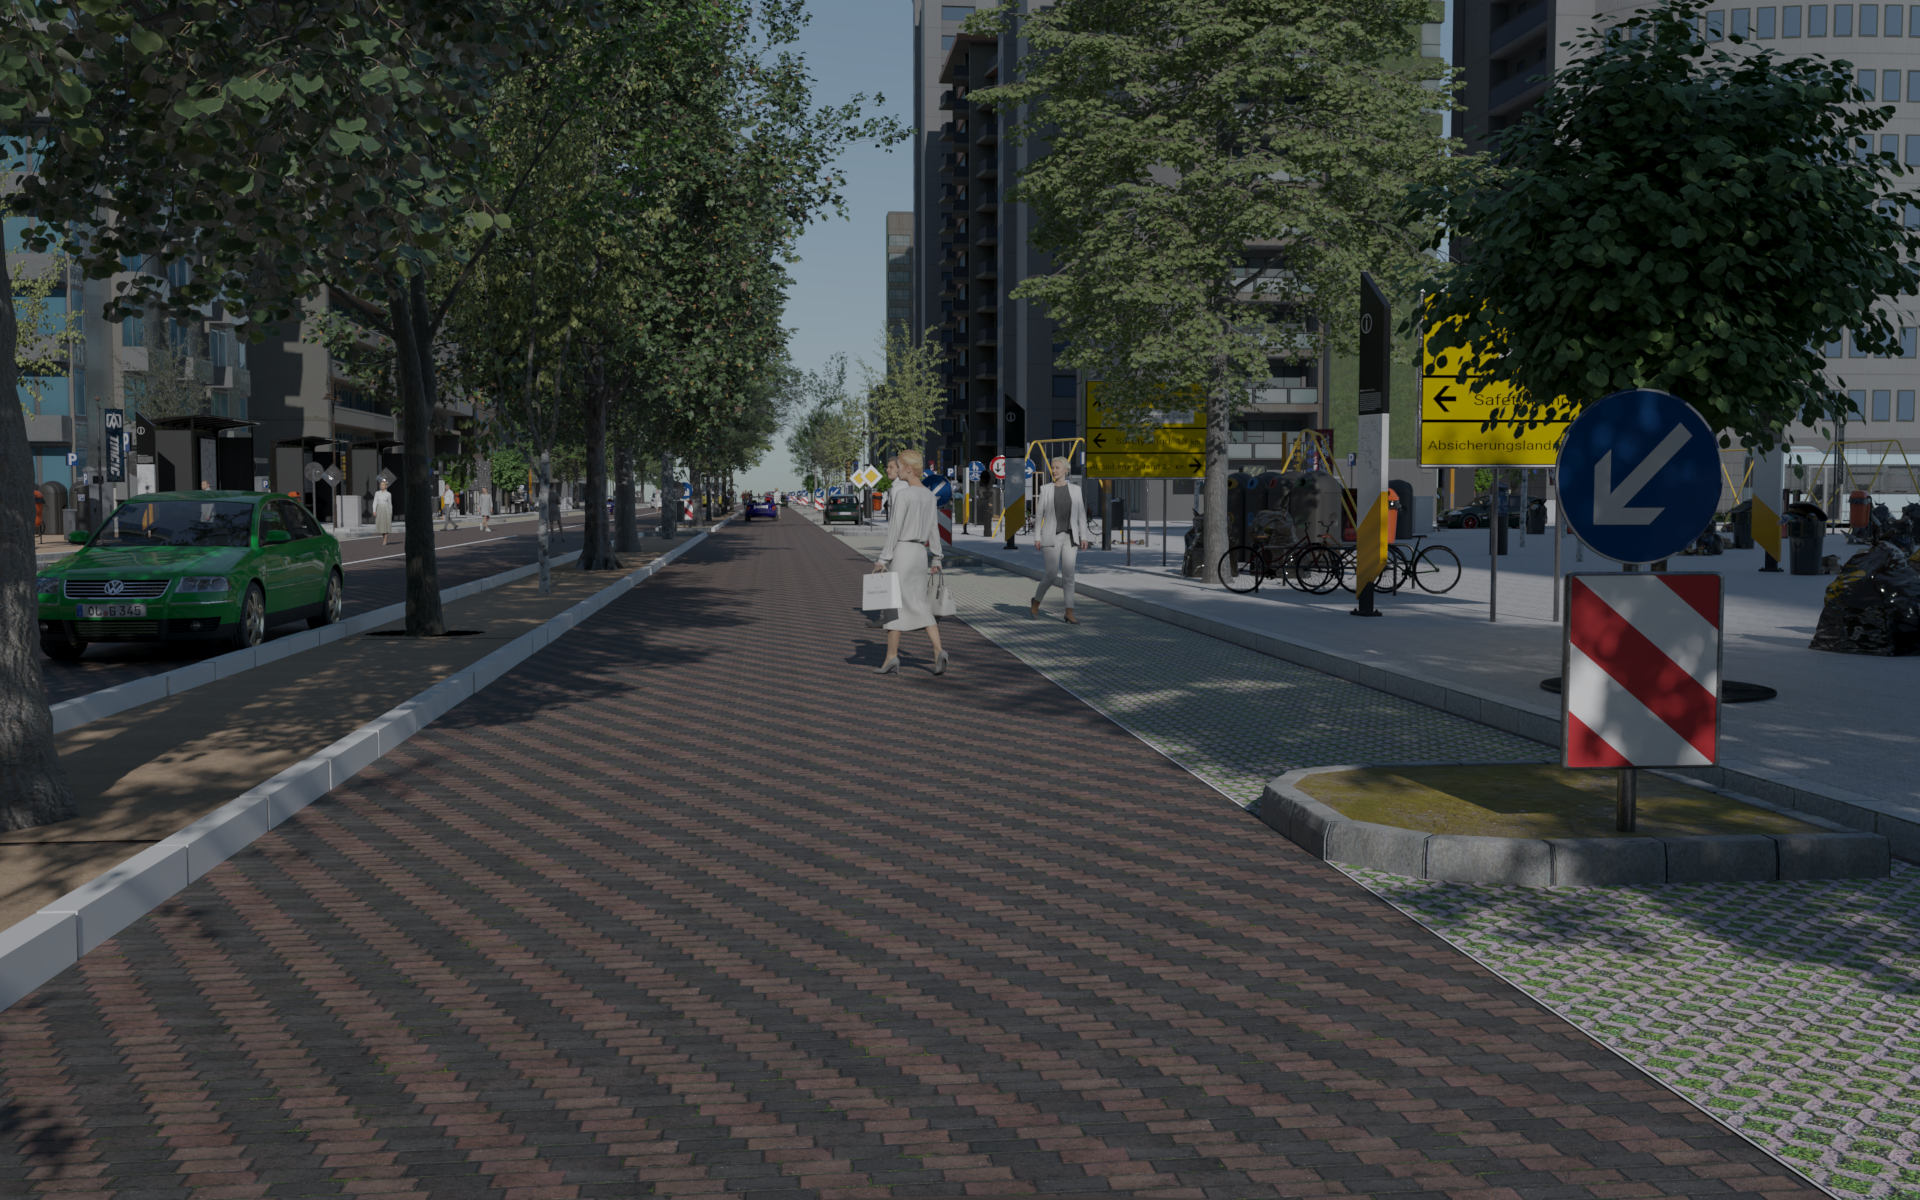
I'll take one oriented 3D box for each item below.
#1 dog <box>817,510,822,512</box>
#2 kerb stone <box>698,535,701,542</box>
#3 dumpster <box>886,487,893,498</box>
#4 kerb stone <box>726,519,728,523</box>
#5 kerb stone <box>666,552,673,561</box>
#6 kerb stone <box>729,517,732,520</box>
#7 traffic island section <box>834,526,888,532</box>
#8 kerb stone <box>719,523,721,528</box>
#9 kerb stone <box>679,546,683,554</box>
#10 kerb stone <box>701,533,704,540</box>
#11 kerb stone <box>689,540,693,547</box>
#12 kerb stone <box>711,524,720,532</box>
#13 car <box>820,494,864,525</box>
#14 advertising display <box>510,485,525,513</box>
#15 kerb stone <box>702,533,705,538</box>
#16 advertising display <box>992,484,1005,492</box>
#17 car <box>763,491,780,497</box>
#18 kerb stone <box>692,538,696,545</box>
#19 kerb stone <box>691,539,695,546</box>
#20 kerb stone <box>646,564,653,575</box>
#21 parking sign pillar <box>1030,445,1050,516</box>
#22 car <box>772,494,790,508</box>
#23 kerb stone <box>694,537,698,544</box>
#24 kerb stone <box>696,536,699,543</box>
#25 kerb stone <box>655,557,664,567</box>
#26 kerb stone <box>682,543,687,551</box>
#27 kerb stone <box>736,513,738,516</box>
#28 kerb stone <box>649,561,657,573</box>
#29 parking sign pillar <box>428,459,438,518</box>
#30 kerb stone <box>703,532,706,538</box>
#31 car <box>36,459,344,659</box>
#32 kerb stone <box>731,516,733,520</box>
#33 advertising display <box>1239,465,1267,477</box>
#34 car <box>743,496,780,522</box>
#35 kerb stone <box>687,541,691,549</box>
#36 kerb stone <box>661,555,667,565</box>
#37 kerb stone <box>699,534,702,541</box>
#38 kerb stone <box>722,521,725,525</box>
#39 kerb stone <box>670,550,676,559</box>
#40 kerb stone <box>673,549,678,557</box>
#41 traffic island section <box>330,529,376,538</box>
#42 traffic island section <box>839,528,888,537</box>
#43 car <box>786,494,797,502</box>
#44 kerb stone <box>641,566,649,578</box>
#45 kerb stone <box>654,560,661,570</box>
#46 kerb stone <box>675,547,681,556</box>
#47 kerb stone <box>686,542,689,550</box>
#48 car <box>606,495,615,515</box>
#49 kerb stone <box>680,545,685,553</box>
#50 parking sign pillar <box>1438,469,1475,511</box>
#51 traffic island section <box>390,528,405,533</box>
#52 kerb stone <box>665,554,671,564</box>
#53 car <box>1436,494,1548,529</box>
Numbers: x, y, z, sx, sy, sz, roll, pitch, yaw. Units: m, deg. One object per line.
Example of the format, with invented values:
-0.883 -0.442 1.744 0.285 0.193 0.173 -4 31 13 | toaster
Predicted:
-11.173 -7.334 136.744 0.800 0.831 0.513 -2 4 -30 | dog
-7.732 -1.740 50.644 0.120 0.150 1.000 0 4 -6 | kerb stone
-3.942 -6.296 108.693 1.264 1.857 1.865 0 4 -6 | dumpster
-11.026 -3.581 80.741 0.120 0.150 1.000 0 4 -6 | kerb stone
-6.167 -0.866 36.381 0.120 0.150 1.000 0 4 -6 | kerb stone
-11.911 -4.079 88.884 0.120 0.150 1.000 0 4 -6 | kerb stone
-3.883 -2.757 67.362 2.009 0.180 2.903 0 4 -6 | traffic island section
-9.903 -2.953 70.534 0.120 0.150 1.000 0 4 -6 | kerb stone
-6.620 -1.112 40.448 0.120 0.150 1.000 0 4 -6 | kerb stone
-7.954 -1.865 52.684 0.120 0.150 1.000 0 4 -6 | kerb stone
-7.173 -1.423 45.551 0.120 0.150 1.000 0 4 -6 | kerb stone
-9.685 -2.829 68.502 0.120 0.150 1.000 0 4 -6 | kerb stone
-5.418 -4.295 80.004 2.009 1.686 4.222 0 4 -7 | car
-30.161 -6.896 117.961 0.974 1.923 0.123 -1 4 -15 | advertising display
-8.061 -1.927 53.700 0.120 0.150 1.000 0 4 -6 | kerb stone
2.602 -6.588 112.923 0.974 1.923 0.123 0 4 1 | advertising display
-22.063 -11.962 204.253 2.281 1.827 5.304 0 4 -8 | car
-7.396 -1.551 47.596 0.120 0.150 1.000 0 4 -6 | kerb stone
-7.288 -1.491 46.571 0.120 0.150 1.000 0 4 -6 | kerb stone
-5.503 -0.484 30.263 0.120 0.150 1.000 0 4 -6 | kerb stone
4.598 -6.533 95.284 1.447 3.967 1.447 0 4 -6 | parking sign pillar
-18.074 -10.017 173.561 2.009 1.686 4.222 0 4 -5 | car
-7.505 -1.614 48.612 0.120 0.150 1.000 0 4 -6 | kerb stone
-7.622 -1.678 49.627 0.120 0.150 1.000 0 4 -6 | kerb stone
-5.843 -0.676 33.324 0.120 0.150 1.000 0 4 -6 | kerb stone
-6.838 -1.237 42.484 0.120 0.150 1.000 0 4 -6 | kerb stone
-13.594 -5.010 104.167 0.120 0.150 1.000 0 4 -6 | kerb stone
-5.606 -0.556 31.288 0.120 0.150 1.000 0 4 -6 | kerb stone
-29.139 -6.465 94.181 1.447 3.967 1.447 1 4 15 | parking sign pillar
-8.182 -1.987 54.716 0.120 0.150 1.000 0 4 -6 | kerb stone
-7.219 -0.473 16.525 1.959 1.807 4.718 0 4 -6 | car
-12.143 -4.197 90.921 0.120 0.150 1.000 0 4 -6 | kerb stone
6.588 -2.067 39.005 0.123 1.923 0.974 3 5 43 | advertising display
-10.496 -4.835 91.630 1.945 1.354 3.894 0 4 -5 | car
-7.061 -1.366 44.528 0.120 0.150 1.000 0 4 -6 | kerb stone
-5.960 -0.743 34.347 0.120 0.150 1.000 0 4 -6 | kerb stone
-7.843 -1.802 51.660 0.120 0.150 1.000 0 4 -6 | kerb stone
-10.460 -3.269 75.638 0.120 0.150 1.000 0 4 -6 | kerb stone
-6.283 -0.930 37.399 0.120 0.150 1.000 0 4 -6 | kerb stone
-6.395 -0.992 38.415 0.120 0.150 1.000 0 4 -6 | kerb stone
-20.801 -2.153 57.490 2.009 0.180 2.903 0 4 -6 | traffic island section
-3.015 -2.272 59.424 2.009 0.180 2.903 0 4 -6 | traffic island section
-27.652 -16.724 283.034 1.945 1.707 3.694 0 4 -8 | car
-5.389 -0.431 29.241 0.120 0.150 1.000 0 4 -6 | kerb stone
-5.725 -0.614 32.303 0.120 0.150 1.000 0 4 -6 | kerb stone
-6.507 -1.054 39.432 0.120 0.150 1.000 0 4 -6 | kerb stone
-6.947 -1.303 43.507 0.120 0.150 1.000 0 4 -6 | kerb stone
-24.782 -6.606 120.596 1.945 1.354 3.894 0 4 -5 | car
-6.728 -1.172 41.468 0.120 0.150 1.000 0 4 -6 | kerb stone
21.354 -5.242 74.173 1.447 3.967 1.447 0 4 4 | parking sign pillar
-21.669 -2.639 65.428 2.009 0.180 2.903 0 4 -6 | traffic island section
-6.050 -0.806 35.366 0.120 0.150 1.000 0 4 -6 | kerb stone
20.641 -3.509 67.153 4.222 1.686 2.009 0 4 -6 | car
